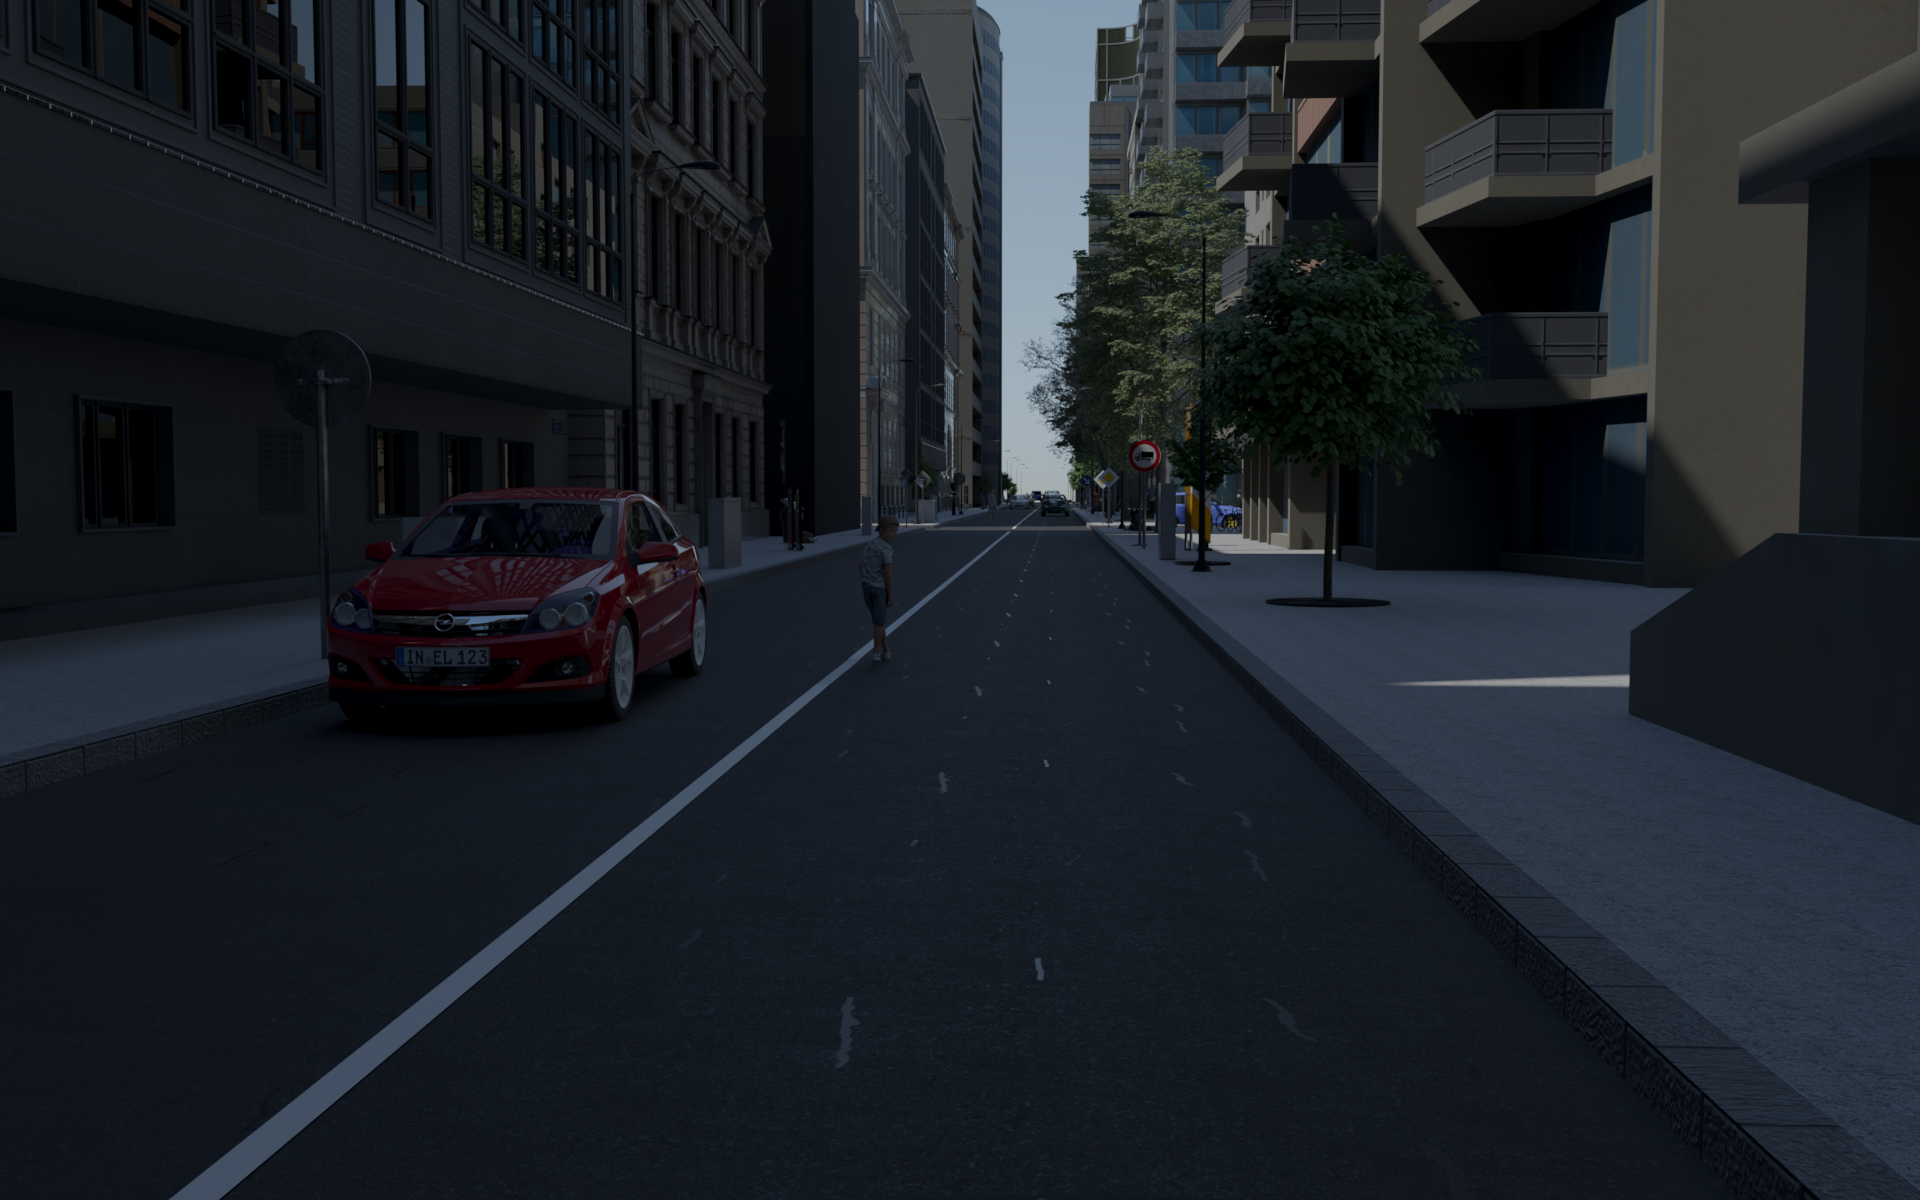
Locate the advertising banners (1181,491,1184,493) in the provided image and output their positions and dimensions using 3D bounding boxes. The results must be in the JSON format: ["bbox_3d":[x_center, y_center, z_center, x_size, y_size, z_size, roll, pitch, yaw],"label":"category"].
[{"bbox_3d":[13.587,-6.659,105.066,0.090,3.025,2.074,0,4,-1],"label":"advertising banners"}]

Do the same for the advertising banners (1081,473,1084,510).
[{"bbox_3d":[9.936,-8.817,140.338,0.090,3.025,2.074,1,4,10],"label":"advertising banners"}]

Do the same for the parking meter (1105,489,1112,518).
[{"bbox_3d":[7.908,-5.125,92.211,0.372,1.533,0.369,0,3,0],"label":"parking meter"}]

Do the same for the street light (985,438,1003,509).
[{"bbox_3d":[2.774,-10.812,149.325,1.470,5.913,1.316,0,4,3],"label":"street light"}]

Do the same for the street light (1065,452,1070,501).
[{"bbox_3d":[10.329,-11.094,153.931,1.470,5.913,1.316,0,4,3],"label":"street light"}]

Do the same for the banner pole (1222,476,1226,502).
[{"bbox_3d":[15.337,-6.768,100.672,0.401,3.779,0.863,2,4,28],"label":"banner pole"}]

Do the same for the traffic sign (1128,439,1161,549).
[{"bbox_3d":[4.317,-2.473,40.544,0.768,2.556,0.104,1,4,11],"label":"traffic sign"}]

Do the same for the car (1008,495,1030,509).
[{"bbox_3d":[5.703,-9.449,166.845,2.083,1.381,4.827,0,4,1],"label":"car"}]

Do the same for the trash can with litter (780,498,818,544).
[{"bbox_3d":[-4.182,-2.071,45.242,1.055,1.170,0.624,2,4,32],"label":"trash can with litter"}]

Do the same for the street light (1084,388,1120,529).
[{"bbox_3d":[5.408,-5.560,63.441,1.470,5.913,1.316,0,4,3],"label":"street light"}]

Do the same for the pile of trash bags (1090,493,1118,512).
[{"bbox_3d":[10.221,-7.031,124.703,1.912,1.369,3.447,1,4,23],"label":"pile of trash bags"}]

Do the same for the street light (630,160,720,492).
[{"bbox_3d":[-4.035,-3.165,24.289,1.470,5.913,1.316,0,4,3],"label":"street light"}]

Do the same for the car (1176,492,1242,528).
[{"bbox_3d":[9.608,-3.630,68.941,3.694,1.707,1.945,0,4,3],"label":"car"}]

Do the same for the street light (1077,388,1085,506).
[{"bbox_3d":[5.976,-6.308,75.676,1.470,5.913,1.316,0,4,3],"label":"street light"}]

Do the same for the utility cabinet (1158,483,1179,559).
[{"bbox_3d":[4.101,-1.563,34.227,0.318,1.500,1.173,0,4,4],"label":"utility cabinet"}]

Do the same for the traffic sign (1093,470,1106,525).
[{"bbox_3d":[5.972,-4.204,72.371,0.795,2.450,0.064,0,4,3],"label":"traffic sign"}]

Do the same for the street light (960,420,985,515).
[{"bbox_3d":[0.628,-8.304,108.306,1.470,5.913,1.316,0,4,3],"label":"street light"}]

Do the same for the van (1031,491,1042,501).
[{"bbox_3d":[13.310,-18.175,301.548,2.240,2.365,5.245,0,4,2],"label":"van"}]

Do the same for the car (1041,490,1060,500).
[{"bbox_3d":[9.570,-10.471,179.873,2.281,1.827,5.304,0,4,5],"label":"car"}]

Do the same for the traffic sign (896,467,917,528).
[{"bbox_3d":[-1.998,-3.742,64.831,0.795,2.450,0.064,0,4,3],"label":"traffic sign"}]

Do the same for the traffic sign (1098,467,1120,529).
[{"bbox_3d":[5.534,-3.716,64.398,0.795,2.450,0.064,0,4,3],"label":"traffic sign"}]

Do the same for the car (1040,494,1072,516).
[{"bbox_3d":[6.241,-6.207,113.274,2.131,1.459,4.920,0,4,5],"label":"car"}]

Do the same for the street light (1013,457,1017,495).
[{"bbox_3d":[6.515,-15.079,219.080,1.470,5.913,1.316,0,4,3],"label":"street light"}]

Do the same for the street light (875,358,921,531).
[{"bbox_3d":[-2.231,-5.318,59.492,1.470,5.913,1.316,0,4,3],"label":"street light"}]

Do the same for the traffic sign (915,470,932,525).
[{"bbox_3d":[-1.560,-4.230,72.804,0.795,2.450,0.064,0,4,3],"label":"traffic sign"}]

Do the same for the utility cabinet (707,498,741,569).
[{"bbox_3d":[-4.093,-1.159,30.105,0.306,1.237,1.020,1,4,10],"label":"utility cabinet"}]

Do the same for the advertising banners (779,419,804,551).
[{"bbox_3d":[-3.887,-2.668,39.813,0.090,3.025,2.074,-1,4,-19],"label":"advertising banners"}]

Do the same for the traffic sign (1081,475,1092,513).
[{"bbox_3d":[8.476,-7.088,116.002,0.768,2.556,0.104,1,4,13],"label":"traffic sign"}]

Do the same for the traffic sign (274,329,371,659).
[{"bbox_3d":[-4.934,-0.814,13.410,0.768,2.556,0.104,0,4,3],"label":"traffic sign"}]

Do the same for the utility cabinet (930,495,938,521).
[{"bbox_3d":[-1.242,-4.363,82.500,0.306,1.237,1.020,0,4,-5],"label":"utility cabinet"}]

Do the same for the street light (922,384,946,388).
[{"bbox_3d":[-1.287,-6.158,73.229,1.470,5.913,1.316,0,4,3],"label":"street light"}]

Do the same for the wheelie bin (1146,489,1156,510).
[{"bbox_3d":[12.297,-6.289,110.732,0.980,1.594,0.693,-1,4,-18],"label":"wheelie bin"}]

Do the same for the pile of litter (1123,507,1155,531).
[{"bbox_3d":[6.336,-2.852,60.590,1.176,0.858,1.719,0,4,-8],"label":"pile of litter"}]

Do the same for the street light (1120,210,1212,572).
[{"bbox_3d":[3.456,-3.423,28.511,1.470,5.913,1.316,0,4,3],"label":"street light"}]

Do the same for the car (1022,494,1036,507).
[{"bbox_3d":[7.333,-11.004,190.137,2.015,1.641,3.980,0,4,3],"label":"car"}]

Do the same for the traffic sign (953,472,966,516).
[{"bbox_3d":[-0.053,-6.238,102.099,0.768,2.556,0.104,1,4,10],"label":"traffic sign"}]

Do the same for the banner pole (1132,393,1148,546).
[{"bbox_3d":[4.451,-3.218,42.625,0.401,3.779,0.863,0,4,2],"label":"banner pole"}]

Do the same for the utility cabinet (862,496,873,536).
[{"bbox_3d":[-2.890,-2.624,54.071,0.306,1.237,1.020,0,3,0],"label":"utility cabinet"}]

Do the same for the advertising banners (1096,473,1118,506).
[{"bbox_3d":[12.004,-8.852,140.916,2.074,3.025,0.090,-1,4,-19],"label":"advertising banners"}]

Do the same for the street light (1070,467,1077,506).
[{"bbox_3d":[7.974,-8.469,111.012,1.470,5.913,1.316,0,4,3],"label":"street light"}]

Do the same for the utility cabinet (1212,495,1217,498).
[{"bbox_3d":[14.900,-5.684,104.094,1.020,1.237,0.306,0,4,-4],"label":"utility cabinet"}]

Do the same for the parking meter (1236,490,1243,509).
[{"bbox_3d":[15.506,-5.358,96.013,0.372,1.533,0.369,0,3,0],"label":"parking meter"}]

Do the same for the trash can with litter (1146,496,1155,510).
[{"bbox_3d":[12.091,-5.985,109.236,1.055,1.170,0.624,-3,5,-40],"label":"trash can with litter"}]

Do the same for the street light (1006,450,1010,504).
[{"bbox_3d":[4.648,-12.944,184.170,1.470,5.913,1.316,0,4,3],"label":"street light"}]

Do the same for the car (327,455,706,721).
[{"bbox_3d":[-2.973,-0.199,12.288,2.155,1.783,4.494,0,4,1],"label":"car"}]
